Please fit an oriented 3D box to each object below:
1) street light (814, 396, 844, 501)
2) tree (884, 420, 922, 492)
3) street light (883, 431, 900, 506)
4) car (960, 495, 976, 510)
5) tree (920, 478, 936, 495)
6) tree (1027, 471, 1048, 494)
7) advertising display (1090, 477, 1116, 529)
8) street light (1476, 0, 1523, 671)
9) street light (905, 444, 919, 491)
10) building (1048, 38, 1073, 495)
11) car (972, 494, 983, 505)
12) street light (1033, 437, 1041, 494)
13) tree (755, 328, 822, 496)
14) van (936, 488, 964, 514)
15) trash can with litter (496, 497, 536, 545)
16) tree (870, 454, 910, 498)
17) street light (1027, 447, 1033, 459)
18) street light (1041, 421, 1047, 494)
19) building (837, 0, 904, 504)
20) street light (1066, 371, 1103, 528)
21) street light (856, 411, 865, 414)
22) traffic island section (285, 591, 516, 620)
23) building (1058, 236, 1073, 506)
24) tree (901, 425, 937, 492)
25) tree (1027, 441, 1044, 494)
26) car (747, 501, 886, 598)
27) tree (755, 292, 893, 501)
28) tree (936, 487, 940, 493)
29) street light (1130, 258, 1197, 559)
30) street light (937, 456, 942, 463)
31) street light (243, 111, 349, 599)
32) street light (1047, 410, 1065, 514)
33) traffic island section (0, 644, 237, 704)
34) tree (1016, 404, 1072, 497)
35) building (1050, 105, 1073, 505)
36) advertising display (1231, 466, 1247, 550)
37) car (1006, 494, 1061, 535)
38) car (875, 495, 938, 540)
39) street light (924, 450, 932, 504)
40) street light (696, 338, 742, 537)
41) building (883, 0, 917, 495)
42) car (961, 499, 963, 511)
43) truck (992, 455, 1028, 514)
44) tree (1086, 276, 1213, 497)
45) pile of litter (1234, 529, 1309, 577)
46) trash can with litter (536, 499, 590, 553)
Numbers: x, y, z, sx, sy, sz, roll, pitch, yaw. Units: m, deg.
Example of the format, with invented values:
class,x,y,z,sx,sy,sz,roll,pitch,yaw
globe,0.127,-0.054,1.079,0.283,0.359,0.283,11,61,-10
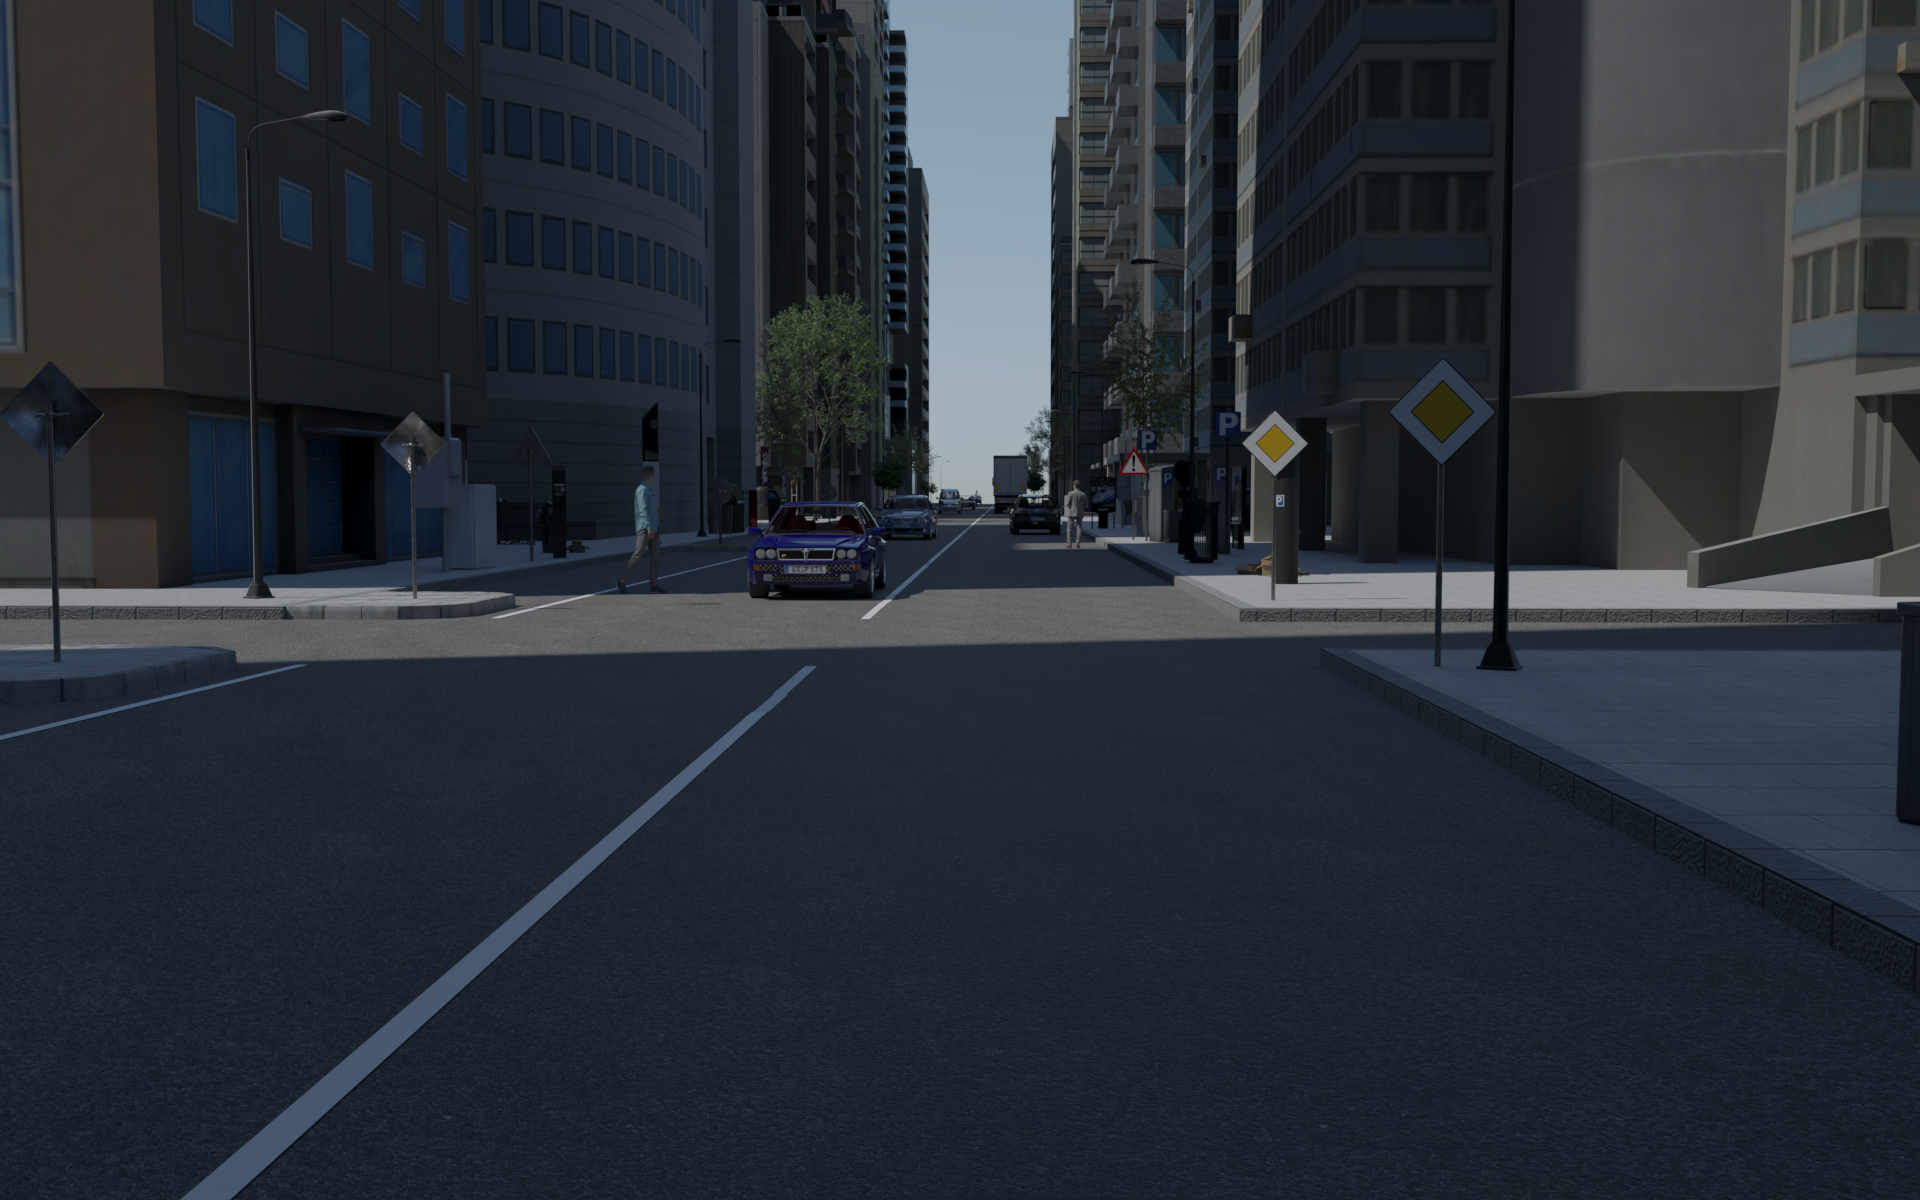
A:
class,x,y,z,sx,sy,sz,roll,pitch,yaw
street light,-6.377,-6.726,82.513,1.470,5.913,1.316,0,4,2
tree,-5.791,-13.541,171.749,4.737,8.622,4.395,0,3,0
street light,-5.144,-9.537,128.469,1.470,5.913,1.316,0,4,2
car,0.516,-8.783,156.186,1.945,1.354,3.894,0,4,1
tree,-4.173,-12.904,205.583,1.663,3.219,1.824,0,3,0
tree,10.232,-15.326,234.298,4.285,4.588,4.351,0,3,0
advertising display,5.321,-3.616,64.331,0.974,1.923,0.123,1,4,22
street light,3.424,-2.448,12.562,1.470,5.913,1.316,0,4,2
street light,-4.463,-11.438,159.556,1.470,5.913,1.316,0,4,2
building,23.713,-56.589,237.894,22.319,86.520,31.000,0,4,2
car,2.149,-13.875,238.865,2.014,1.417,4.499,0,4,1
street light,6.914,-10.274,140.525,1.470,5.913,1.316,0,4,2
tree,-7.889,-7.681,75.950,4.360,8.622,3.978,0,3,0
van,-0.735,-7.180,124.406,2.013,2.044,4.112,0,3,0
trash can with litter,-11.435,-2.007,43.877,2.233,1.210,1.678,1,4,20
tree,-5.734,-9.668,141.780,4.285,4.588,4.351,0,3,0
street light,7.687,-12.176,171.622,1.470,5.913,1.316,0,4,2
street light,6.060,-8.371,109.405,1.470,5.913,1.316,0,4,2
building,-16.730,-46.081,191.673,20.563,71.187,20.611,0,4,2
street light,4.817,-5.670,65.241,1.470,5.913,1.316,0,4,2
street light,-6.056,-7.644,97.521,1.470,5.913,1.316,0,4,2
traffic island section,-6.689,0.066,21.196,2.009,0.180,2.903,0,4,2
building,18.123,-25.907,195.272,14.160,30.474,14.107,0,4,2
tree,-4.323,-14.353,185.027,4.360,8.622,3.978,0,3,0
tree,10.401,-18.256,248.840,4.737,8.622,4.395,0,3,0
car,-2.019,-0.764,25.064,1.945,1.354,3.894,0,4,1
tree,-7.292,-9.988,89.061,9.928,11.665,9.643,0,3,0
tree,-3.639,-14.976,239.462,1.663,3.219,1.824,0,3,0
street light,4.051,-3.774,34.247,1.470,5.913,1.316,0,4,2
street light,-3.007,-14.607,211.365,1.470,5.913,1.316,0,4,2
street light,-8.105,-2.974,21.162,1.470,5.913,1.316,0,4,2
street light,5.694,-7.546,95.916,1.470,5.913,1.316,0,4,2
traffic island section,-6.907,0.555,13.214,2.009,0.180,2.903,0,4,2
tree,9.290,-15.050,180.487,7.601,10.594,8.767,-2,4,-27
building,22.041,-36.009,212.441,21.300,48.544,21.600,0,4,2
advertising display,6.481,-2.148,40.327,0.123,1.923,0.974,0,4,-6
car,2.692,-3.225,62.516,2.009,1.686,4.222,0,4,0
car,-1.689,-2.676,55.752,2.014,1.417,4.499,0,4,3
street light,-3.740,-12.731,180.686,1.470,5.913,1.316,0,4,2
street light,-7.212,-4.850,51.837,1.470,5.913,1.316,0,4,2
building,-16.365,-55.308,216.962,22.319,86.520,31.000,0,4,2
car,-0.696,-8.346,146.245,2.009,1.686,4.222,0,4,3
truck,3.789,-8.677,130.778,2.839,4.237,11.283,0,4,2
tree,6.519,-6.675,59.501,4.737,8.622,4.395,0,3,0
pile of litter,4.956,-0.830,27.531,1.176,0.858,1.719,1,4,10
trash can with litter,-8.672,-1.617,37.817,1.055,1.170,0.624,-2,4,-29
